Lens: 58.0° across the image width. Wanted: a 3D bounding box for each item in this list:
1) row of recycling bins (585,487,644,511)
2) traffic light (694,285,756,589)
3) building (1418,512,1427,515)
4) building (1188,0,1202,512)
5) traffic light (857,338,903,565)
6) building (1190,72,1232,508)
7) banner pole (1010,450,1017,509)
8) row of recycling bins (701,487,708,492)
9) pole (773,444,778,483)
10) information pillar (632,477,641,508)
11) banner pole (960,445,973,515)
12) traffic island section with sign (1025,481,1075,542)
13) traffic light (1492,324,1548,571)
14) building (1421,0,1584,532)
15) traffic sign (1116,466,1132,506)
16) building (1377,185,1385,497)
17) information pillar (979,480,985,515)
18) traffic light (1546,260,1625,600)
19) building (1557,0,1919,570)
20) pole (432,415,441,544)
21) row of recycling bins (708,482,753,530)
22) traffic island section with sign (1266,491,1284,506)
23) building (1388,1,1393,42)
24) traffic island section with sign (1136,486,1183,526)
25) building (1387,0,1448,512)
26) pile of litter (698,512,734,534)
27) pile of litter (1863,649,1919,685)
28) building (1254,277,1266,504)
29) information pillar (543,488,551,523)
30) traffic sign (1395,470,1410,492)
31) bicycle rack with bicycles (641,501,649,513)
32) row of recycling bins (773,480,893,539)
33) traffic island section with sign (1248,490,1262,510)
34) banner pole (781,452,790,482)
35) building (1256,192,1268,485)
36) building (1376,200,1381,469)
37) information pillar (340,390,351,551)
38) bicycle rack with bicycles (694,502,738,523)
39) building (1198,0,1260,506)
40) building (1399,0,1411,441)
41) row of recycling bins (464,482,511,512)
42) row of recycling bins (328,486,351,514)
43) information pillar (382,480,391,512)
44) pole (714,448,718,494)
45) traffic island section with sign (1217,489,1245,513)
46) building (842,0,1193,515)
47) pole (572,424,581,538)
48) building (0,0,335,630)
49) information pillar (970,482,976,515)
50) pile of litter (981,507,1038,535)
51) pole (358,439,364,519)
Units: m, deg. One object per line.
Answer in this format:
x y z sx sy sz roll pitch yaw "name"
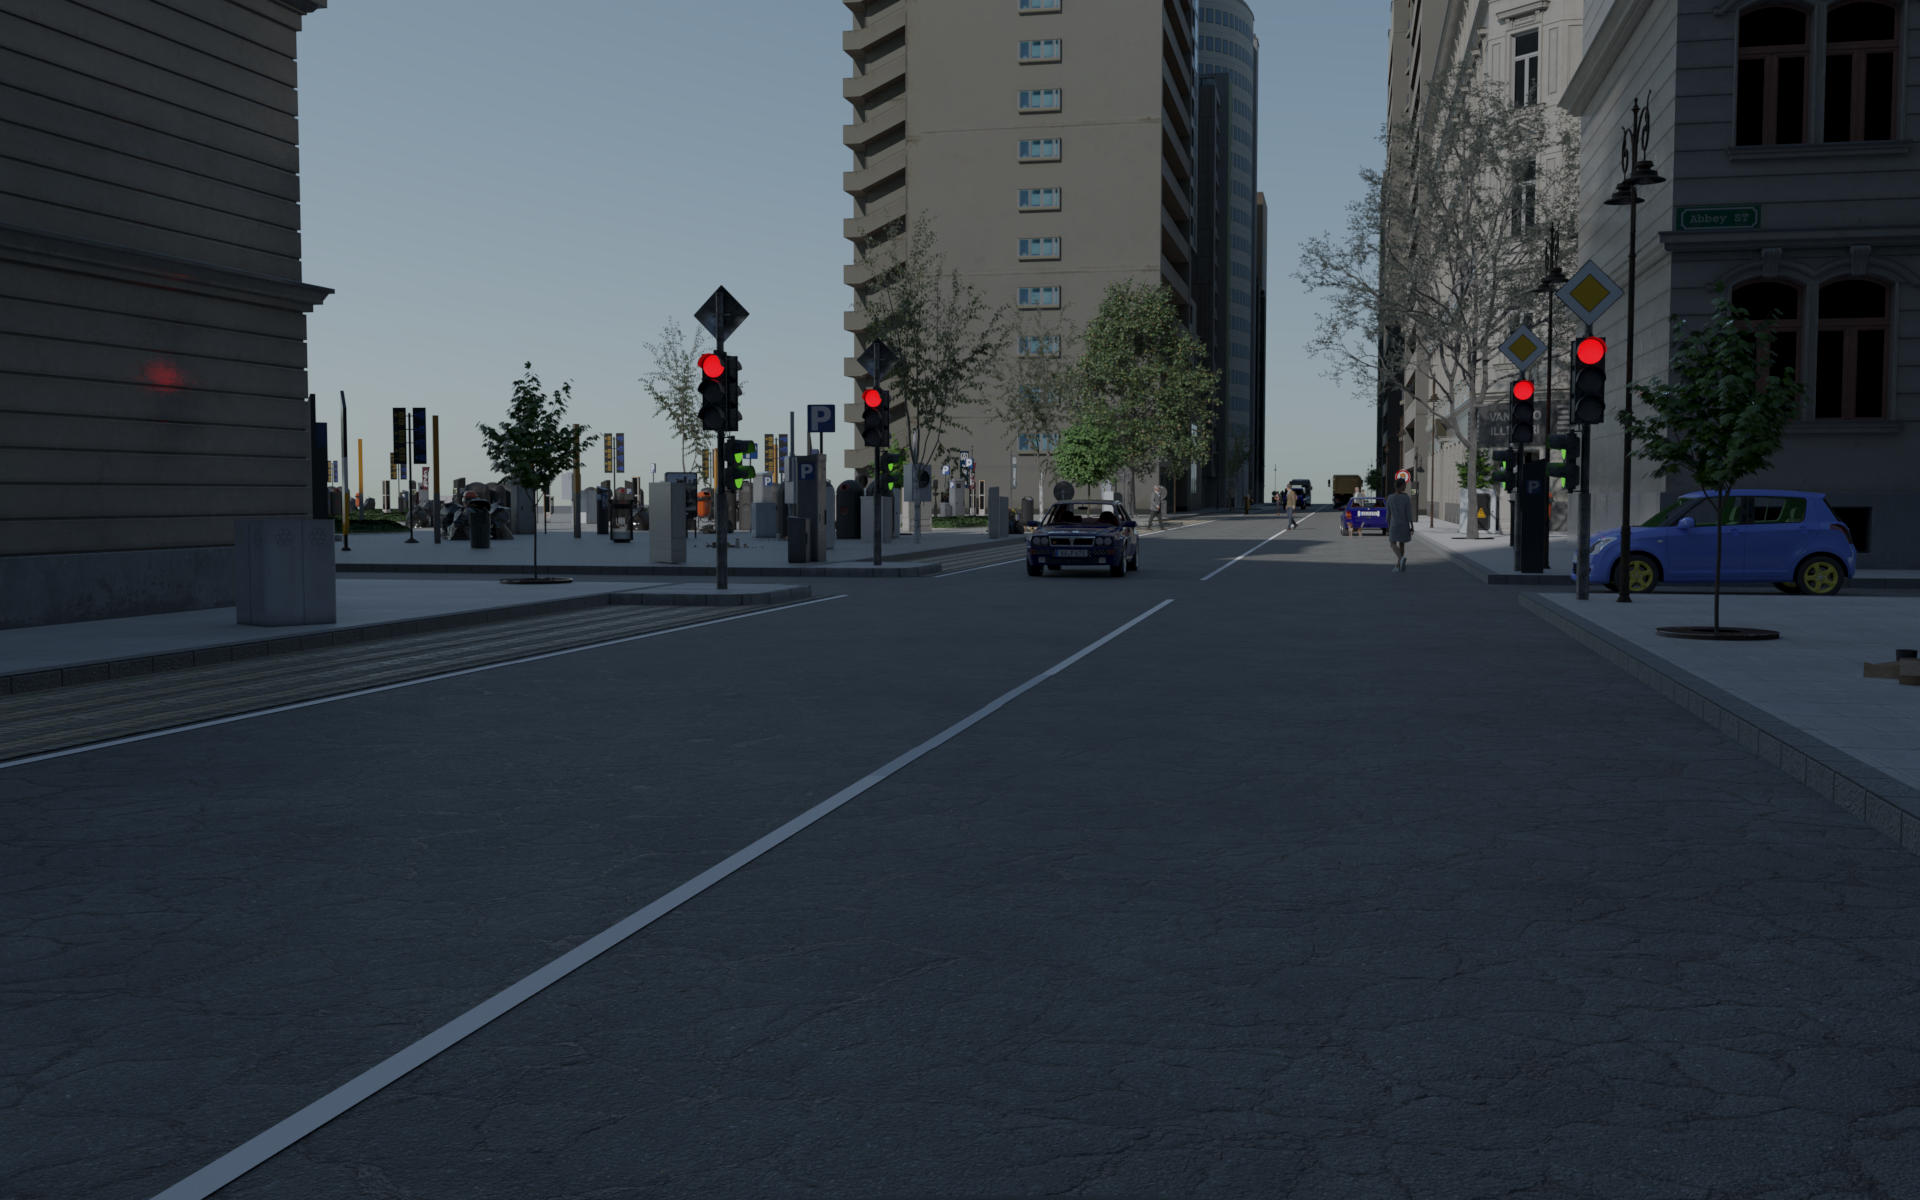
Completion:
-19.877 -5.640 99.330 3.534 1.692 1.069 -2 4 -31 "row of recycling bins"
-3.202 -2.104 23.314 0.839 4.253 0.868 1 4 12 "traffic light"
40.110 -29.812 111.134 21.300 48.544 21.600 1 4 12 "building"
9.375 -50.738 142.233 22.319 86.520 31.000 1 4 12 "building"
-1.470 -2.580 31.110 0.839 4.253 0.868 1 4 12 "traffic light"
18.183 -29.426 164.713 14.154 41.232 14.086 1 4 12 "building"
3.010 -6.623 98.297 0.401 3.779 0.863 -2 4 -28 "banner pole"
-14.376 -5.919 103.884 1.069 1.692 3.534 1 4 23 "row of recycling bins"
-7.579 -4.730 71.175 0.158 3.312 0.155 0 3 0 "pole"
-13.746 -4.222 73.520 0.304 2.012 0.304 0 4 7 "information pillar"
0.383 -5.992 87.986 0.863 3.779 0.401 0 4 -5 "banner pole"
3.097 -2.649 51.946 1.989 1.847 2.006 1 4 12 "traffic island section with sign"
9.283 -2.436 28.745 0.839 4.253 0.868 1 4 12 "traffic light"
30.365 -18.439 77.891 17.030 29.872 44.131 1 4 12 "building"
7.505 -4.852 79.442 0.768 2.556 0.104 1 4 19 "traffic sign"
62.249 -33.289 227.874 14.154 41.232 14.086 1 4 12 "building"
1.189 -5.412 92.975 0.304 2.012 0.304 0 4 5 "information pillar"
7.551 -1.959 20.950 0.839 4.253 0.868 1 4 12 "traffic light"
24.361 -15.018 32.931 23.554 28.519 14.401 1 4 12 "building"
-13.562 -3.120 44.853 0.158 3.312 0.155 0 3 0 "pole"
-6.972 -3.321 61.411 3.534 1.692 1.069 0 4 3 "row of recycling bins"
38.049 -12.270 209.233 1.989 1.847 2.006 1 4 12 "traffic island section with sign"
61.400 -40.606 205.912 21.231 58.520 28.212 1 4 12 "building"
9.172 -4.321 79.279 1.989 1.847 2.006 1 4 12 "traffic island section with sign"
50.906 -32.912 161.807 21.300 48.544 21.600 1 4 12 "building"
-7.996 -2.593 56.354 1.176 0.858 1.719 2 4 30 "pile of litter"
6.869 0.144 11.613 1.176 0.858 1.719 0 4 -2 "pile of litter"
34.407 -28.475 237.269 14.160 30.474 14.107 1 4 12 "building"
-18.632 -4.504 78.133 0.304 2.012 0.304 -1 4 -17 "information pillar"
23.080 -5.517 90.306 0.768 2.556 0.104 1 4 22 "traffic sign"
-16.036 -4.649 89.386 2.852 0.926 2.925 -1 4 -18 "bicycle rack with bicycles"
-3.606 -2.604 49.685 3.534 1.692 1.069 1 4 14 "row of recycling bins"
26.051 -8.968 155.256 1.989 1.847 2.006 1 4 12 "traffic island section with sign"
-10.373 -6.951 103.658 0.863 3.779 0.401 1 4 17 "banner pole"
36.994 -36.734 250.714 14.600 45.320 14.200 1 4 12 "building"
70.072 -37.949 244.161 21.300 48.544 21.600 1 4 12 "building"
-13.870 -2.917 39.044 0.183 3.616 0.504 -2 4 -26 "information pillar"
-11.313 -3.973 78.335 2.925 0.926 2.852 3 5 40 "bicycle rack with bicycles"
23.352 -40.408 202.677 21.231 58.520 28.212 1 4 12 "building"
46.276 -29.423 135.683 22.147 44.769 28.867 1 4 12 "building"
-15.975 -3.242 60.120 1.069 1.692 3.534 1 4 16 "row of recycling bins"
-32.423 -4.990 88.704 1.069 1.692 3.534 1 4 10 "row of recycling bins"
-30.531 -5.363 92.176 0.304 2.012 0.304 2 4 35 "information pillar"
-10.756 -5.054 76.482 0.158 3.312 0.155 0 3 0 "pole"
20.195 -7.354 128.861 1.989 1.847 2.006 1 4 12 "traffic island section with sign"
4.094 -30.212 117.673 21.300 48.544 21.600 1 4 12 "building"
-11.129 -3.452 50.287 0.158 3.312 0.155 0 3 0 "pole"
-25.550 -12.240 19.208 34.723 24.649 14.460 1 4 12 "building"
0.754 -5.999 102.576 0.304 2.012 0.304 2 4 33 "information pillar"
1.362 -2.532 55.357 1.719 0.858 1.176 -2 4 -32 "pile of litter"
-22.101 -4.284 63.889 0.158 3.312 0.155 0 3 0 "pole"
